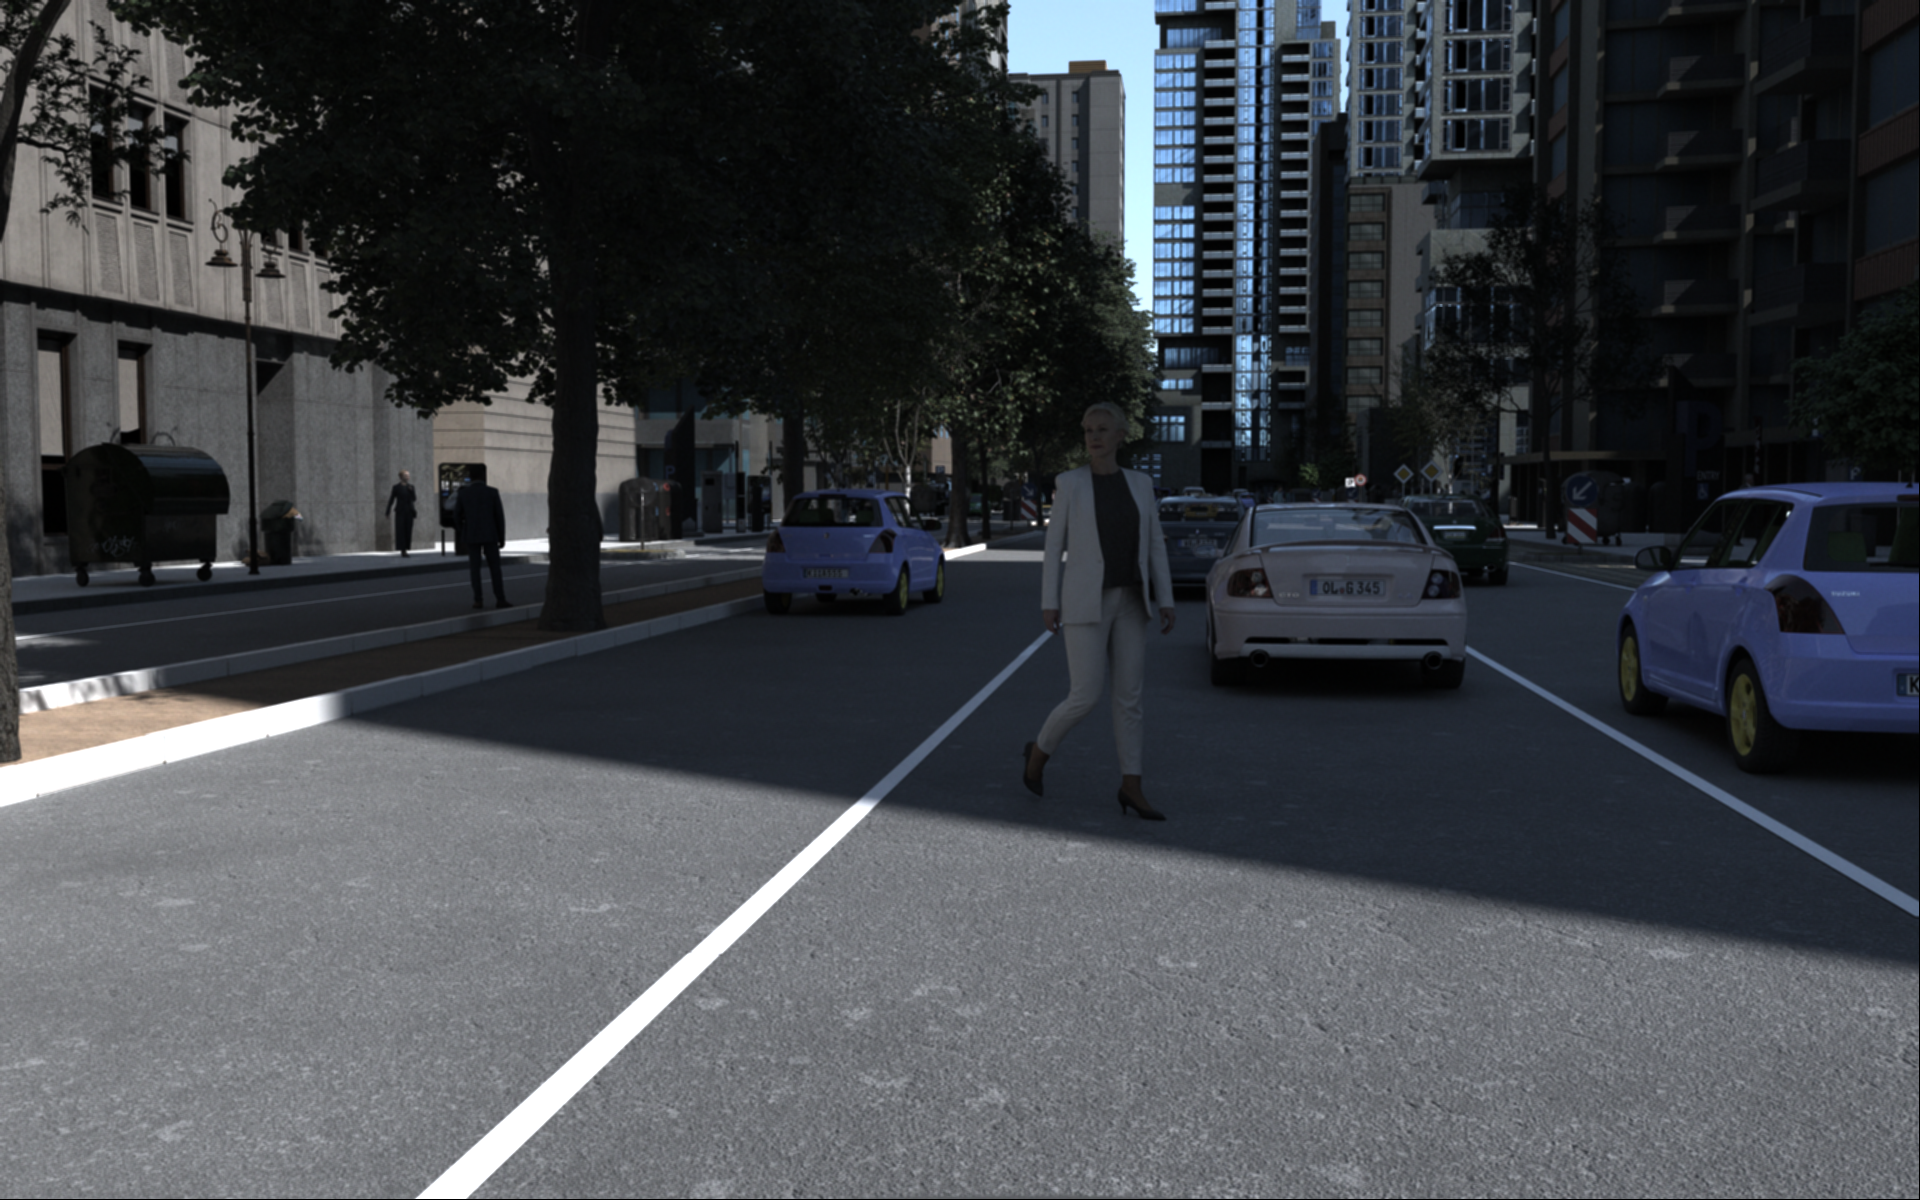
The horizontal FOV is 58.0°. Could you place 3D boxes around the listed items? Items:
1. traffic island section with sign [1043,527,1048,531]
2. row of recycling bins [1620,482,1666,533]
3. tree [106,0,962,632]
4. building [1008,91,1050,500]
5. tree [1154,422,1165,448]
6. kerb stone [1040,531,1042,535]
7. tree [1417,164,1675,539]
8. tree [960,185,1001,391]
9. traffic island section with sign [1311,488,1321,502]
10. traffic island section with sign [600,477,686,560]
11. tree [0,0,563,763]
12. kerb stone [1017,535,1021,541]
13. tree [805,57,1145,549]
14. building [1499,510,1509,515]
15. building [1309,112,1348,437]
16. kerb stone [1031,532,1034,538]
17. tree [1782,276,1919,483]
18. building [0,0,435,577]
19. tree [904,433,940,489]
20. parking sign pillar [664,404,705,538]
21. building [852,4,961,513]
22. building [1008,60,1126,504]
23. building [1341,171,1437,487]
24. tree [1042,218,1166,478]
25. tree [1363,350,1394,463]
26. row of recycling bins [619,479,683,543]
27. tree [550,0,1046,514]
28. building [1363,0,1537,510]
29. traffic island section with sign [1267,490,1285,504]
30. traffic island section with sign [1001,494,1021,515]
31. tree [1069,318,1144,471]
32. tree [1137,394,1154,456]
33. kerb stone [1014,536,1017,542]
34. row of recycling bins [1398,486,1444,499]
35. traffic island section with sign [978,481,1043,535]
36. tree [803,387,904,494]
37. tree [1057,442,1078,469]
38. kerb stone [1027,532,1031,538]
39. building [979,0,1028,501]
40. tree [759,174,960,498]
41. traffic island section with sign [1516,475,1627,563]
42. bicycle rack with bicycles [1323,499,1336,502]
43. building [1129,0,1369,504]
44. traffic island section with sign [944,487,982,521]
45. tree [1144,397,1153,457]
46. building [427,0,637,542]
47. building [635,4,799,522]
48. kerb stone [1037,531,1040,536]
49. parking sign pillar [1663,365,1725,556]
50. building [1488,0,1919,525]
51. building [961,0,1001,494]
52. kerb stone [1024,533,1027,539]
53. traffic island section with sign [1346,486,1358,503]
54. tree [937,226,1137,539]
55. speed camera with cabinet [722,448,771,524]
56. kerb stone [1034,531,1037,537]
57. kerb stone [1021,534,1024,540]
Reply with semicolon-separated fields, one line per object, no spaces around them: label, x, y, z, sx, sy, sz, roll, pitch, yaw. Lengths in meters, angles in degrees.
traffic island section with sign;2.758;-3.658;67.946;2.006;1.907;1.989;0;4;8
row of recycling bins;23.608;-3.055;57.065;3.534;1.692;1.069;0;4;8
tree;-4.089;-6.656;17.930;9.857;13.997;8.962;0;3;0
building;-4.977;-35.892;206.435;30.456;49.044;23.786;0;4;8
tree;10.129;-11.260;120.963;8.767;10.594;7.601;0;4;8
kerb stone;2.627;-2.281;59.489;0.120;0.150;1.000;0;4;8
tree;16.601;-7.032;49.384;7.601;10.594;8.767;1;4;21
tree;-1.170;-5.220;38.165;4.360;8.622;3.978;0;3;0
traffic island section with sign;24.146;-6.701;118.196;1.989;1.847;2.006;0;4;8
traffic island section with sign;-7.266;-1.852;38.900;1.989;1.847;2.006;0;4;8
tree;-5.097;-4.429;9.277;8.767;10.594;7.601;0;4;8
kerb stone;1.655;-1.844;52.371;0.120;0.150;1.000;0;4;8
tree;-0.041;-7.706;45.466;9.611;12.733;9.660;0;3;0
building;40.777;-49.378;120.006;22.319;86.520;31.000;0;4;8
building;48.608;-33.839;203.377;14.600;45.320;14.200;0;4;8
kerb stone;2.210;-2.090;56.438;0.120;0.150;1.000;0;4;8
tree;14.325;-2.587;26.012;4.285;4.588;4.351;0;3;0
building;-19.573;-13.010;30.736;12.078;24.808;19.932;0;4;8
tree;-2.933;-8.544;90.063;4.737;8.622;4.395;0;3;0
parking sign pillar;-8.341;-3.856;51.520;1.447;3.967;1.447;1;4;16
building;-7.750;-28.872;122.173;14.600;45.320;14.200;0;4;8
building;8.535;-42.708;240.270;28.212;58.520;21.231;0;4;8
building;42.167;-23.699;159.173;14.160;30.474;14.107;0;4;8
tree;4.814;-10.500;80.785;9.857;13.997;8.962;0;3;0
tree;22.386;-8.317;86.347;4.360;8.622;3.978;0;3;0
row of recycling bins;-8.484;-2.463;47.383;1.069;1.692;3.534;1;4;9
tree;-2.600;-6.484;26.606;7.486;12.596;7.792;0;3;0
building;48.850;-53.003;179.269;22.319;86.520;31.000;0;4;8
traffic island section with sign;30.890;-9.695;167.142;1.989;1.847;2.006;0;4;8
traffic island section with sign;3.917;-6.823;120.177;1.989;1.847;2.006;0;4;8
tree;5.396;-10.390;90.463;7.486;12.596;7.792;0;3;0
tree;3.423;-8.276;72.184;8.767;10.594;7.601;0;4;8
kerb stone;1.516;-1.784;51.359;0.120;0.150;1.000;0;4;8
row of recycling bins;24.265;-5.136;91.083;1.069;1.692;3.534;-1;4;-21
traffic island section with sign;1.739;-3.209;60.609;2.006;1.907;1.989;0;4;8
tree;-5.079;-7.527;73.427;4.737;8.622;4.395;0;3;0
tree;6.624;-8.798;96.673;4.737;8.622;4.395;0;3;0
kerb stone;2.074;-2.030;55.425;0.120;0.150;1.000;0;4;8
building;-3.437;-45.521;182.518;20.563;71.187;20.611;0;4;8
tree;-2.315;-4.908;33.069;4.360;8.622;3.978;0;3;0
traffic island section with sign;12.966;-1.729;36.903;1.989;1.847;2.006;0;4;8
bicycle rack with bicycles;28.760;-7.214;131.335;2.852;0.926;2.925;-1;4;-9
building;38.306;-56.508;236.571;31.000;86.520;22.319;0;4;8
traffic island section with sign;0.233;-5.189;93.474;1.989;1.847;2.006;0;4;8
tree;8.950;-11.769;112.999;7.486;12.596;7.792;0;3;0
building;-22.650;-16.250;53.075;23.554;28.519;14.401;0;4;8
building;-17.822;-28.947;92.884;23.786;49.044;30.456;0;4;8
kerb stone;2.500;-2.218;58.466;0.120;0.150;1.000;0;4;8
parking sign pillar;15.456;-2.932;36.403;1.447;3.967;1.447;-2;4;-28
building;39.446;-25.859;77.419;28.867;44.769;22.147;0;4;8
building;-10.935;-34.872;159.394;28.713;52.752;27.495;0;4;8
kerb stone;1.931;-1.969;54.405;0.120;0.150;1.000;0;4;8
traffic island section with sign;20.395;-5.032;90.897;1.989;1.847;2.006;0;4;8
tree;0.905;-7.196;54.516;8.767;10.594;7.601;0;4;8
speed camera with cabinet;-9.231;-4.913;74.666;2.038;3.252;0.660;-1;4;-17
kerb stone;2.348;-2.156;57.455;0.120;0.150;1.000;0;4;8
kerb stone;1.794;-1.908;53.388;0.120;0.150;1.000;0;4;8
